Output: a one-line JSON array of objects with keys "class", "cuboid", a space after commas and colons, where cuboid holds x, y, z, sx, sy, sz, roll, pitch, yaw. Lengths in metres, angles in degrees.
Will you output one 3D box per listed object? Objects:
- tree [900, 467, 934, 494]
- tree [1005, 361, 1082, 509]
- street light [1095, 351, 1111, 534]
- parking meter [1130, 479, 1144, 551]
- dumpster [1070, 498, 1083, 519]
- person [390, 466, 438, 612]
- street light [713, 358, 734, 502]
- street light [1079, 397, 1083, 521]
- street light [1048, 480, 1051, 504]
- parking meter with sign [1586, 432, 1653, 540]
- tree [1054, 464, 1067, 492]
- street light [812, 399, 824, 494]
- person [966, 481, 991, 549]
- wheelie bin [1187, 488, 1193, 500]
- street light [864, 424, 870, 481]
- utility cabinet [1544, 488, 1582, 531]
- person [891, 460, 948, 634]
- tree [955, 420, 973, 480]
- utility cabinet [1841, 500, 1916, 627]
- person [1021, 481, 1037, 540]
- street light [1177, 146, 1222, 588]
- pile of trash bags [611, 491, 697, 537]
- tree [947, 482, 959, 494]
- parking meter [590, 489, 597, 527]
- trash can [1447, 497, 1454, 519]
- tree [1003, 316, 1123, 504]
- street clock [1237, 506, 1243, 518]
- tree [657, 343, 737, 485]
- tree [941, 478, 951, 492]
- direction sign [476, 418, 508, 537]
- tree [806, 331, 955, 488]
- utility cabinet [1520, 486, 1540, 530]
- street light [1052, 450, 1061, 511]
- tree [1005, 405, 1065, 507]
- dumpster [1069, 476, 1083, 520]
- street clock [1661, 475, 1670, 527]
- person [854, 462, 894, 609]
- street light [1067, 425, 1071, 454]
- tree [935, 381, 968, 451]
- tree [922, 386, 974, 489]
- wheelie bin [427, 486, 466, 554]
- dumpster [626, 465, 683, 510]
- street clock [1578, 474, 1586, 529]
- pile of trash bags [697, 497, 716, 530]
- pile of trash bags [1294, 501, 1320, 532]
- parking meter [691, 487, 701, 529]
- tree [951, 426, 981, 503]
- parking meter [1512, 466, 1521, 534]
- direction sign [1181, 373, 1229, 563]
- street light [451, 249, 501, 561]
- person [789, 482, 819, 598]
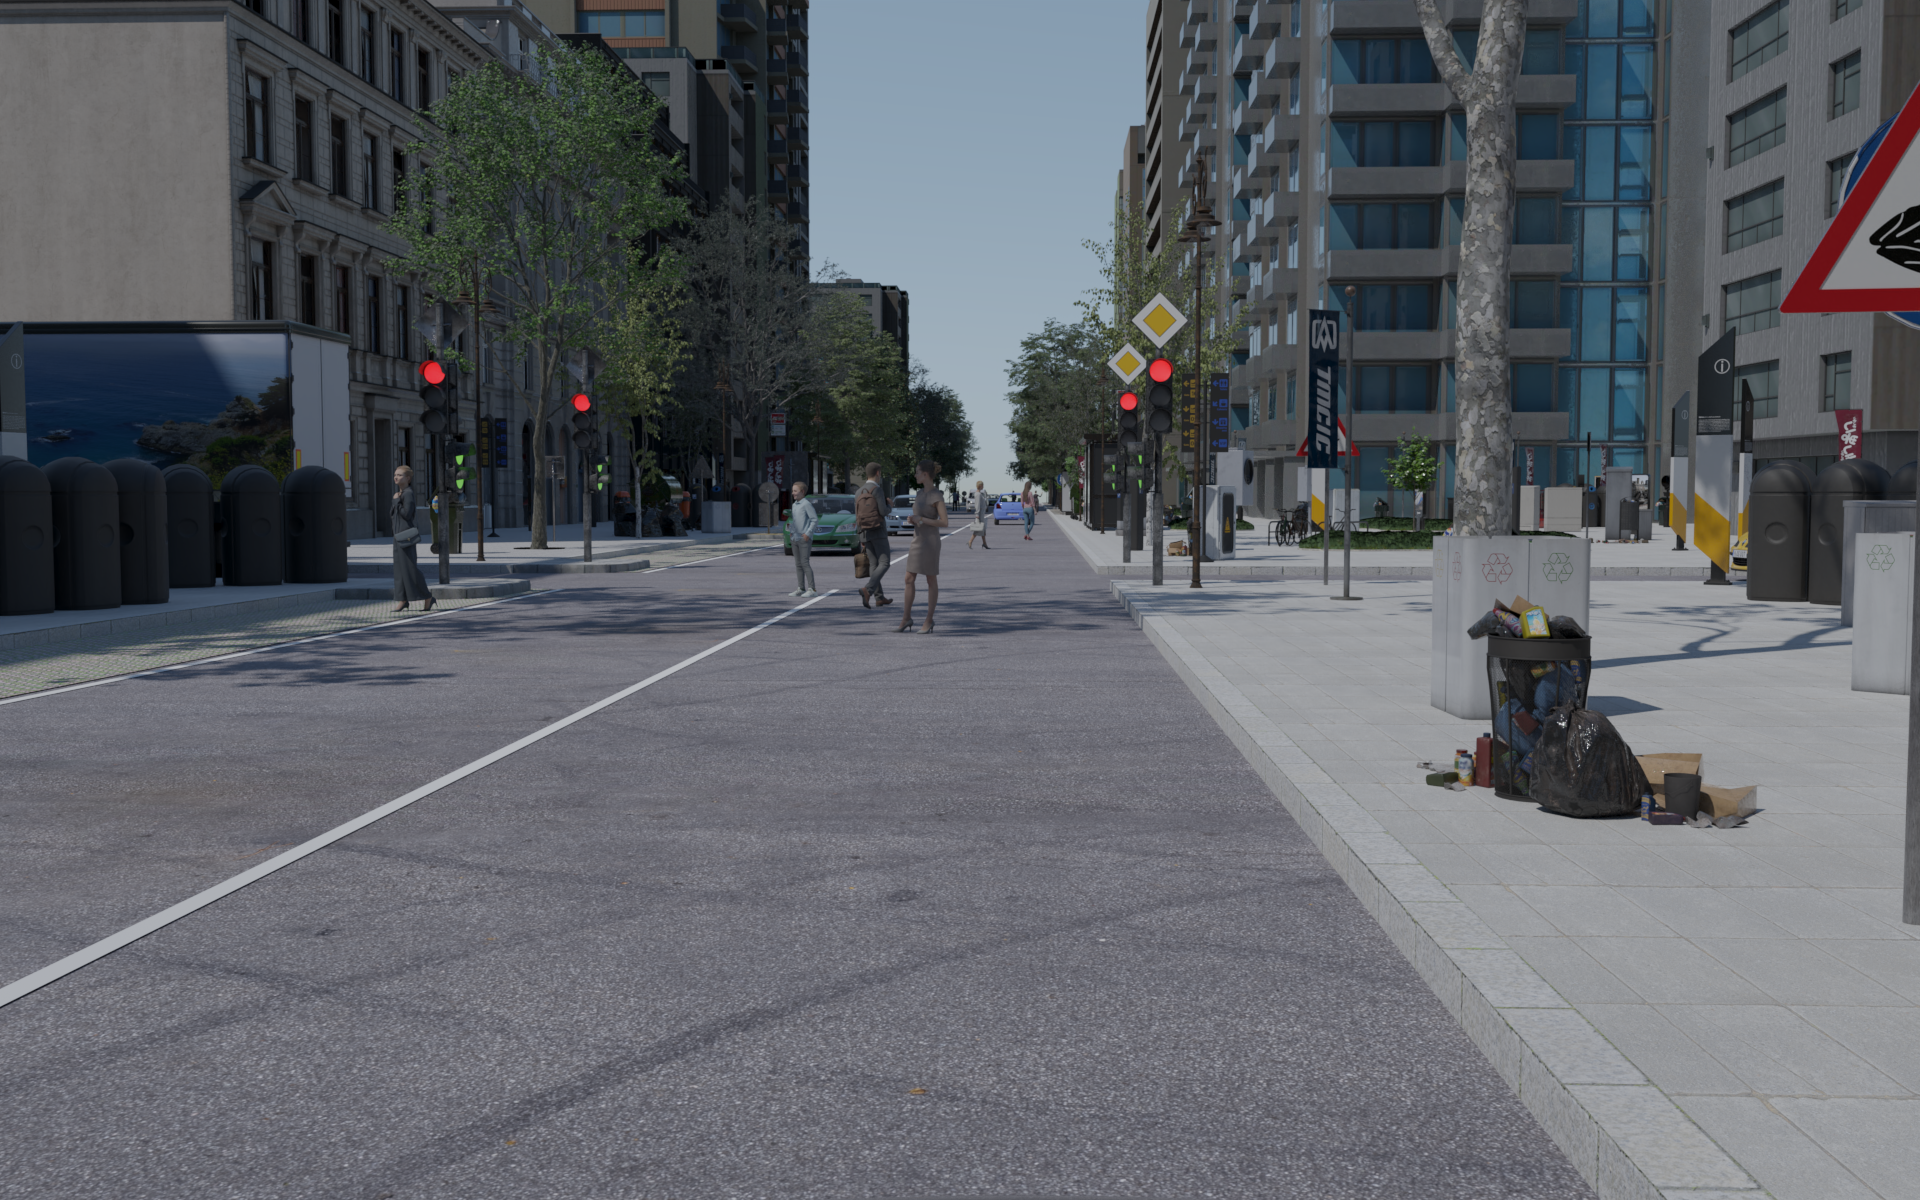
[{"class": "tree", "cuboid": [-4.149, -11.041, 164.234, 4.285, 4.588, 4.351, 0, 3, 0]}, {"class": "tree", "cuboid": [8.465, -13.994, 145.803, 9.611, 12.733, 9.660, 0, 3, 0]}, {"class": "street light", "cuboid": [4.577, -5.053, 55.410, 0.468, 5.910, 1.993, 0, 4, 2]}, {"class": "parking meter", "cuboid": [3.985, -2.050, 39.234, 0.255, 1.863, 0.399, 2, 4, 28]}, {"class": "dumpster", "cuboid": [6.286, -5.101, 89.165, 1.264, 1.857, 1.865, 0, 4, 2]}, {"class": "person", "cuboid": [-6.679, -0.738, 20.990, 0.576, 1.772, 0.534, 3, 5, 42]}, {"class": "street light", "cuboid": [-8.015, -5.268, 58.927, 0.468, 5.910, 1.993, 0, 4, 2]}, {"class": "street light", "cuboid": [5.655, -6.629, 81.166, 0.468, 5.910, 1.993, 0, 4, 2]}, {"class": "street light", "cuboid": [9.845, -12.865, 183.135, 0.468, 5.910, 1.993, 0, 4, 2]}, {"class": "parking meter with sign", "cuboid": [18.365, -3.178, 48.220, 1.738, 3.016, 0.543, 1, 4, 22]}, {"class": "tree", "cuboid": [6.704, -7.025, 109.456, 1.663, 3.219, 1.824, 0, 3, 0]}, {"class": "street light", "cuboid": [-6.902, -6.829, 84.449, 0.468, 5.910, 1.993, 0, 4, 2]}, {"class": "person", "cuboid": [0.477, -2.208, 44.959, 0.624, 1.780, 0.694, 1, 4, 10]}, {"class": "wheelie bin", "cuboid": [12.371, -5.142, 91.981, 0.693, 1.594, 0.980, 0, 4, 3]}, {"class": "street light", "cuboid": [-5.844, -8.356, 109.413, 0.468, 5.910, 1.993, 0, 4, 2]}, {"class": "utility cabinet", "cuboid": [20.385, -3.051, 58.559, 1.173, 1.500, 0.318, 0, 4, -3]}, {"class": "person", "cuboid": [-0.405, -0.545, 17.750, 0.374, 1.781, 0.599, -3, 4, -38]}, {"class": "tree", "cuboid": [-3.487, -15.732, 174.231, 9.611, 12.733, 9.660, 0, 3, 0]}, {"class": "utility cabinet", "cuboid": [9.087, -0.346, 16.825, 1.020, 1.237, 0.306, -1, 4, -17]}, {"class": "person", "cuboid": [2.142, -2.756, 53.575, 0.555, 1.821, 0.388, 2, 4, 31]}, {"class": "street light", "cuboid": [3.225, -3.101, 23.482, 0.468, 5.910, 1.993, 0, 4, 2]}, {"class": "pile of trash bags", "cuboid": [-9.761, -2.640, 52.920, 1.912, 1.369, 3.447, -2, 4, -35]}, {"class": "tree", "cuboid": [-1.002, -15.580, 249.337, 1.663, 3.219, 1.824, 0, 3, 0]}, {"class": "parking meter", "cuboid": [-14.227, -3.574, 66.839, 0.372, 1.533, 0.369, 0, 3, 0]}, {"class": "trash can", "cuboid": [20.678, -3.711, 72.327, 0.748, 1.137, 0.748, 0, 3, 0]}, {"class": "tree", "cuboid": [7.691, -13.181, 122.163, 9.857, 13.997, 8.962, 0, 3, 0]}, {"class": "street clock", "cuboid": [11.289, -3.986, 69.741, 0.358, 2.002, 0.471, -3, 5, -43]}, {"class": "tree", "cuboid": [-12.729, -8.091, 82.647, 4.360, 8.622, 3.978, 0, 3, 0]}, {"class": "tree", "cuboid": [-1.642, -17.540, 237.134, 4.737, 8.622, 4.395, 0, 3, 0]}, {"class": "direction sign", "cuboid": [-13.904, -3.640, 51.519, 0.876, 3.537, 0.379, -2, 4, -23]}, {"class": "tree", "cuboid": [-6.301, -12.402, 119.780, 9.611, 12.733, 9.660, 0, 3, 0]}, {"class": "utility cabinet", "cuboid": [14.962, -2.316, 46.548, 0.318, 1.500, 1.173, -3, 5, -41]}, {"class": "street light", "cuboid": [8.748, -11.278, 157.182, 0.468, 5.910, 1.993, 0, 4, 2]}, {"class": "tree", "cuboid": [9.460, -15.936, 170.925, 12.009, 13.543, 11.850, 0, 3, 0]}, {"class": "dumpster", "cuboid": [6.144, -5.067, 85.339, 1.502, 2.255, 1.985, 0, 4, 3]}, {"class": "street clock", "cuboid": [27.221, -3.796, 66.638, 0.358, 2.002, 0.471, -2, 4, -25]}, {"class": "person", "cuboid": [-1.111, -0.822, 21.907, 0.622, 1.834, 0.822, 3, 4, 37]}, {"class": "street light", "cuboid": [6.664, -8.191, 106.712, 0.468, 5.910, 1.993, 0, 4, 2]}, {"class": "tree", "cuboid": [-4.492, -14.523, 147.822, 12.009, 13.543, 11.850, 0, 3, 0]}, {"class": "tree", "cuboid": [-2.763, -18.160, 203.562, 9.857, 13.997, 8.962, 0, 3, 0]}, {"class": "wheelie bin", "cuboid": [-11.009, -1.793, 37.226, 0.693, 1.594, 0.980, 0, 4, -1]}, {"class": "dumpster", "cuboid": [-10.045, -3.330, 56.943, 1.502, 2.255, 1.985, 0, 4, 2]}, {"class": "street clock", "cuboid": [22.961, -3.638, 64.055, 0.358, 2.002, 0.471, 1, 4, 19]}, {"class": "pile of trash bags", "cuboid": [-9.476, -3.140, 61.091, 1.912, 1.369, 3.447, 0, 4, 0]}, {"class": "pile of trash bags", "cuboid": [12.483, -3.000, 58.804, 1.912, 1.369, 3.447, 0, 4, -4]}, {"class": "parking meter", "cuboid": [-9.832, -3.437, 64.603, 0.372, 1.533, 0.369, 0, 3, 0]}, {"class": "tree", "cuboid": [-0.621, -20.466, 260.372, 9.928, 11.665, 9.643, 0, 3, 0]}, {"class": "parking meter", "cuboid": [11.643, -1.895, 36.691, 0.399, 1.863, 0.255, 3, 4, 37]}, {"class": "direction sign", "cuboid": [4.592, -2.477, 32.500, 0.876, 3.537, 0.379, 1, 4, 10]}, {"class": "street light", "cuboid": [-9.157, -3.678, 32.928, 0.468, 5.910, 1.993, 0, 4, 2]}, {"class": "person", "cuboid": [-2.216, -0.848, 24.180, 0.330, 1.601, 0.589, -2, 4, -29]}]
